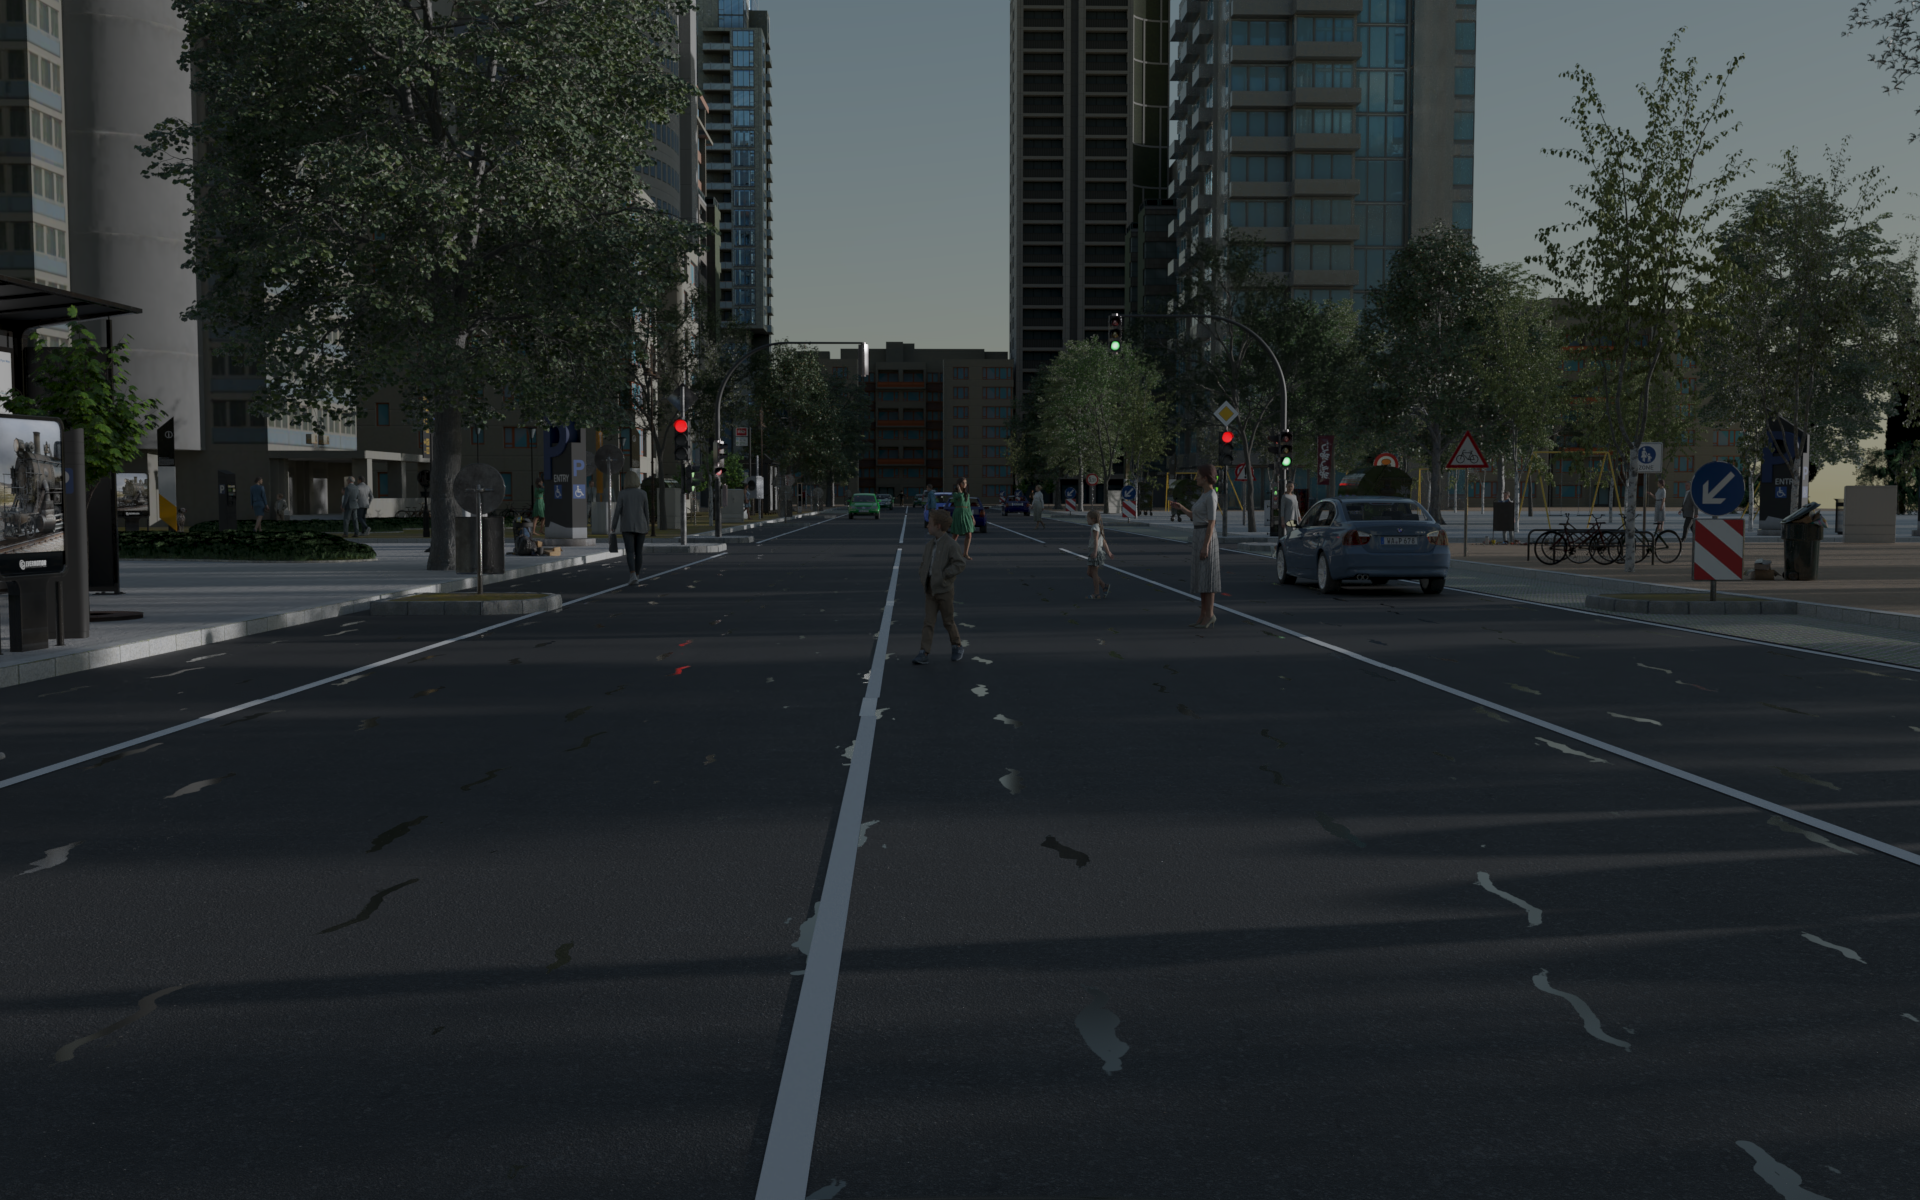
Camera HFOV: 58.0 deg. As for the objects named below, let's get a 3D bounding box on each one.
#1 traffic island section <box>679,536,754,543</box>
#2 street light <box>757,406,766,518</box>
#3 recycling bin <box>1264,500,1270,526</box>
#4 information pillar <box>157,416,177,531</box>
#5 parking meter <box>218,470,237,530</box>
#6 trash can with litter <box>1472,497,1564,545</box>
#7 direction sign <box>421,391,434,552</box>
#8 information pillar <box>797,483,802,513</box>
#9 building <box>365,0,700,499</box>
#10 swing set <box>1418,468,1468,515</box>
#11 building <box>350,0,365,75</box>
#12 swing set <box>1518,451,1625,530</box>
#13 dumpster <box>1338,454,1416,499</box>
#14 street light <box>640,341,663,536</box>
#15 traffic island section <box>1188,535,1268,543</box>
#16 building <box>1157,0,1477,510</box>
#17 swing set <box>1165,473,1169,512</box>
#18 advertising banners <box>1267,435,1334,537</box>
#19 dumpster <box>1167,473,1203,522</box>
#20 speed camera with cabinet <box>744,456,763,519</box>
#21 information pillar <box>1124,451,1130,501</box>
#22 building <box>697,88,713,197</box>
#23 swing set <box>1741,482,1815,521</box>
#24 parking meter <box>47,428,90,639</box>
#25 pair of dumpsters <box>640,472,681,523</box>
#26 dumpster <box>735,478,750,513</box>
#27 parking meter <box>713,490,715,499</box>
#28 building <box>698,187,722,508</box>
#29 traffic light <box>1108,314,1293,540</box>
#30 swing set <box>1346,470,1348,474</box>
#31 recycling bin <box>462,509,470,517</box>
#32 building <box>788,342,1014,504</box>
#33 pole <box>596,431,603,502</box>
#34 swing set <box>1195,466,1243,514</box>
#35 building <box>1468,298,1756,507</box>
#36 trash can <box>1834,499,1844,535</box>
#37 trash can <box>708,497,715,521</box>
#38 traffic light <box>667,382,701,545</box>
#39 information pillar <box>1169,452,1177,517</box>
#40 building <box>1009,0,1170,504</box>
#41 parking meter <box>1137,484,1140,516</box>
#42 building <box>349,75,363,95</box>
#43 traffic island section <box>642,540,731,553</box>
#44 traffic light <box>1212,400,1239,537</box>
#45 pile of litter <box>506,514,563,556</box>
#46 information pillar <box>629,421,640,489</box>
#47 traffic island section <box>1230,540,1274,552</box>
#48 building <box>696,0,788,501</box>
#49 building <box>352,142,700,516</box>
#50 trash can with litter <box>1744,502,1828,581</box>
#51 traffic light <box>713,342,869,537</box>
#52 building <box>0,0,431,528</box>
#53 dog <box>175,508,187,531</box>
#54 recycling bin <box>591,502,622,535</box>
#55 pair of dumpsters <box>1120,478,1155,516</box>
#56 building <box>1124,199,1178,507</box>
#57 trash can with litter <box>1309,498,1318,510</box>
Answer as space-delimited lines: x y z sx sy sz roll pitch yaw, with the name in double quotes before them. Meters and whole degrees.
"traffic island section" -7.235 -1.803 51.756 2.009 0.180 2.903 0 4 -2
"street light" -10.416 -7.227 90.945 0.468 5.910 1.993 0 4 -2
"recycling bin" 12.590 -3.456 69.066 0.722 1.027 0.722 2 4 31
"information pillar" -23.851 -3.716 52.113 0.504 3.616 0.183 -1 4 -21
"parking meter" -17.650 -2.204 41.740 0.399 1.863 0.255 2 4 32
"trash can with litter" 14.123 -1.997 43.701 2.233 1.210 1.678 1 4 21
"direction sign" -11.624 -2.820 38.101 0.379 3.537 0.876 0 4 6
"information pillar" -10.699 -6.777 115.288 0.304 2.012 0.304 -1 4 -18
"building" -33.350 -36.526 139.199 21.231 58.520 28.212 0 4 -2
"swing set" 29.395 -6.619 105.840 3.119 2.851 2.862 1 4 18
"building" -68.940 -56.065 229.331 31.000 86.520 22.319 0 4 -2
"swing set" 22.305 -4.038 63.638 3.119 2.851 2.862 0 4 -7
"dumpster" 10.311 -2.467 42.830 1.502 2.255 1.985 0 4 -1
"street light" -9.305 -4.866 52.343 0.468 5.910 1.993 0 4 -2
"traffic island section" 8.000 -1.829 52.191 2.009 0.180 2.903 0 4 -2
"building" 30.154 -32.378 148.994 23.786 49.044 30.456 0 4 -2
"swing set" 16.432 -7.885 126.546 3.119 2.851 2.862 0 4 2
"advertising banners" 10.182 -3.401 51.795 2.074 3.025 0.090 2 4 32
"dumpster" 10.429 -4.736 79.928 1.502 2.255 1.985 0 4 -2
"speed camera with cabinet" -11.081 -5.797 89.121 2.038 3.252 0.660 2 4 33
"information pillar" 9.128 -6.320 94.683 0.183 3.616 0.504 2 4 32
"building" -39.180 -32.122 179.822 28.867 44.769 22.147 0 4 -2
"swing set" 36.738 -4.888 77.538 2.862 2.851 3.119 2 4 35
"parking meter" -7.989 -0.592 15.385 0.399 1.863 0.255 -1 4 -21
"pair of dumpsters" -13.147 -4.490 75.911 1.574 2.255 4.437 0 4 -1
"dumpster" -12.413 -5.794 97.220 1.502 2.255 1.985 0 4 -2
"parking meter" -13.479 -5.358 96.017 0.372 1.533 0.369 0 3 0
"building" -29.994 -23.827 161.280 14.160 30.474 14.107 0 4 -2
"traffic light" 6.102 -4.234 43.892 4.771 5.953 1.251 0 4 -2
"swing set" 29.657 -7.773 124.712 2.862 2.851 3.119 -2 4 -25
"recycling bin" -12.062 -1.794 41.878 0.722 1.027 0.722 1 4 16
"building" -7.990 -23.873 235.366 28.899 21.520 27.650 0 4 -2
"pole" -11.642 -3.800 55.967 0.158 3.312 0.155 0 3 0
"swing set" 14.158 -6.081 97.051 2.862 2.851 3.119 -1 4 -17
"building" 62.102 -20.549 181.020 28.899 21.520 27.650 0 4 -2
"trash can" 27.965 -2.631 54.664 0.748 1.137 0.748 0 3 0
"trash can" -11.896 -4.436 84.183 0.748 1.137 0.748 0 3 0
"traffic light" -6.964 -3.347 43.641 0.839 4.253 0.868 0 4 -2
"information pillar" 11.920 -6.467 97.096 0.183 3.616 0.504 -2 4 -32
"building" 17.321 -48.456 230.512 20.611 71.187 20.563 0 4 -2
"parking meter" 10.290 -5.800 100.536 0.255 1.863 0.399 1 4 19
"building" -61.733 -32.568 182.603 14.200 45.320 14.600 0 4 -2
"traffic island section" -7.004 -1.315 43.775 2.009 0.180 2.903 0 4 -2
"traffic light" 7.959 -3.863 52.076 0.839 4.253 0.868 0 4 -2
"pile of litter" -8.956 -1.374 36.431 1.176 0.858 1.719 -1 4 -12
"information pillar" -10.421 -3.925 55.522 0.183 3.616 0.504 1 4 22
"traffic island section" 8.231 -1.341 44.209 2.009 0.180 2.903 0 4 -2
"building" -37.931 -56.073 229.469 31.000 86.520 22.319 0 4 -2
"building" -32.132 -16.156 109.192 27.650 21.520 28.899 0 4 -2
"trash can with litter" 12.267 -0.878 25.742 1.055 1.170 0.624 1 4 12
"traffic light" -5.107 -4.713 51.718 4.771 5.953 1.251 0 4 -2
"building" -39.791 -23.277 72.454 32.217 40.220 23.993 0 4 -2
"dog" -26.241 -2.679 58.180 0.513 0.831 0.800 -2 4 -25
"recycling bin" -11.199 -2.594 54.960 0.722 1.027 0.722 3 4 38
"pair of dumpsters" 10.636 -6.180 103.535 1.574 2.255 4.437 0 4 -2
"building" 24.302 -24.461 171.641 14.160 30.474 14.107 0 4 -2
"trash can with litter" 10.976 -2.668 55.007 1.055 1.170 0.624 -3 5 -41
